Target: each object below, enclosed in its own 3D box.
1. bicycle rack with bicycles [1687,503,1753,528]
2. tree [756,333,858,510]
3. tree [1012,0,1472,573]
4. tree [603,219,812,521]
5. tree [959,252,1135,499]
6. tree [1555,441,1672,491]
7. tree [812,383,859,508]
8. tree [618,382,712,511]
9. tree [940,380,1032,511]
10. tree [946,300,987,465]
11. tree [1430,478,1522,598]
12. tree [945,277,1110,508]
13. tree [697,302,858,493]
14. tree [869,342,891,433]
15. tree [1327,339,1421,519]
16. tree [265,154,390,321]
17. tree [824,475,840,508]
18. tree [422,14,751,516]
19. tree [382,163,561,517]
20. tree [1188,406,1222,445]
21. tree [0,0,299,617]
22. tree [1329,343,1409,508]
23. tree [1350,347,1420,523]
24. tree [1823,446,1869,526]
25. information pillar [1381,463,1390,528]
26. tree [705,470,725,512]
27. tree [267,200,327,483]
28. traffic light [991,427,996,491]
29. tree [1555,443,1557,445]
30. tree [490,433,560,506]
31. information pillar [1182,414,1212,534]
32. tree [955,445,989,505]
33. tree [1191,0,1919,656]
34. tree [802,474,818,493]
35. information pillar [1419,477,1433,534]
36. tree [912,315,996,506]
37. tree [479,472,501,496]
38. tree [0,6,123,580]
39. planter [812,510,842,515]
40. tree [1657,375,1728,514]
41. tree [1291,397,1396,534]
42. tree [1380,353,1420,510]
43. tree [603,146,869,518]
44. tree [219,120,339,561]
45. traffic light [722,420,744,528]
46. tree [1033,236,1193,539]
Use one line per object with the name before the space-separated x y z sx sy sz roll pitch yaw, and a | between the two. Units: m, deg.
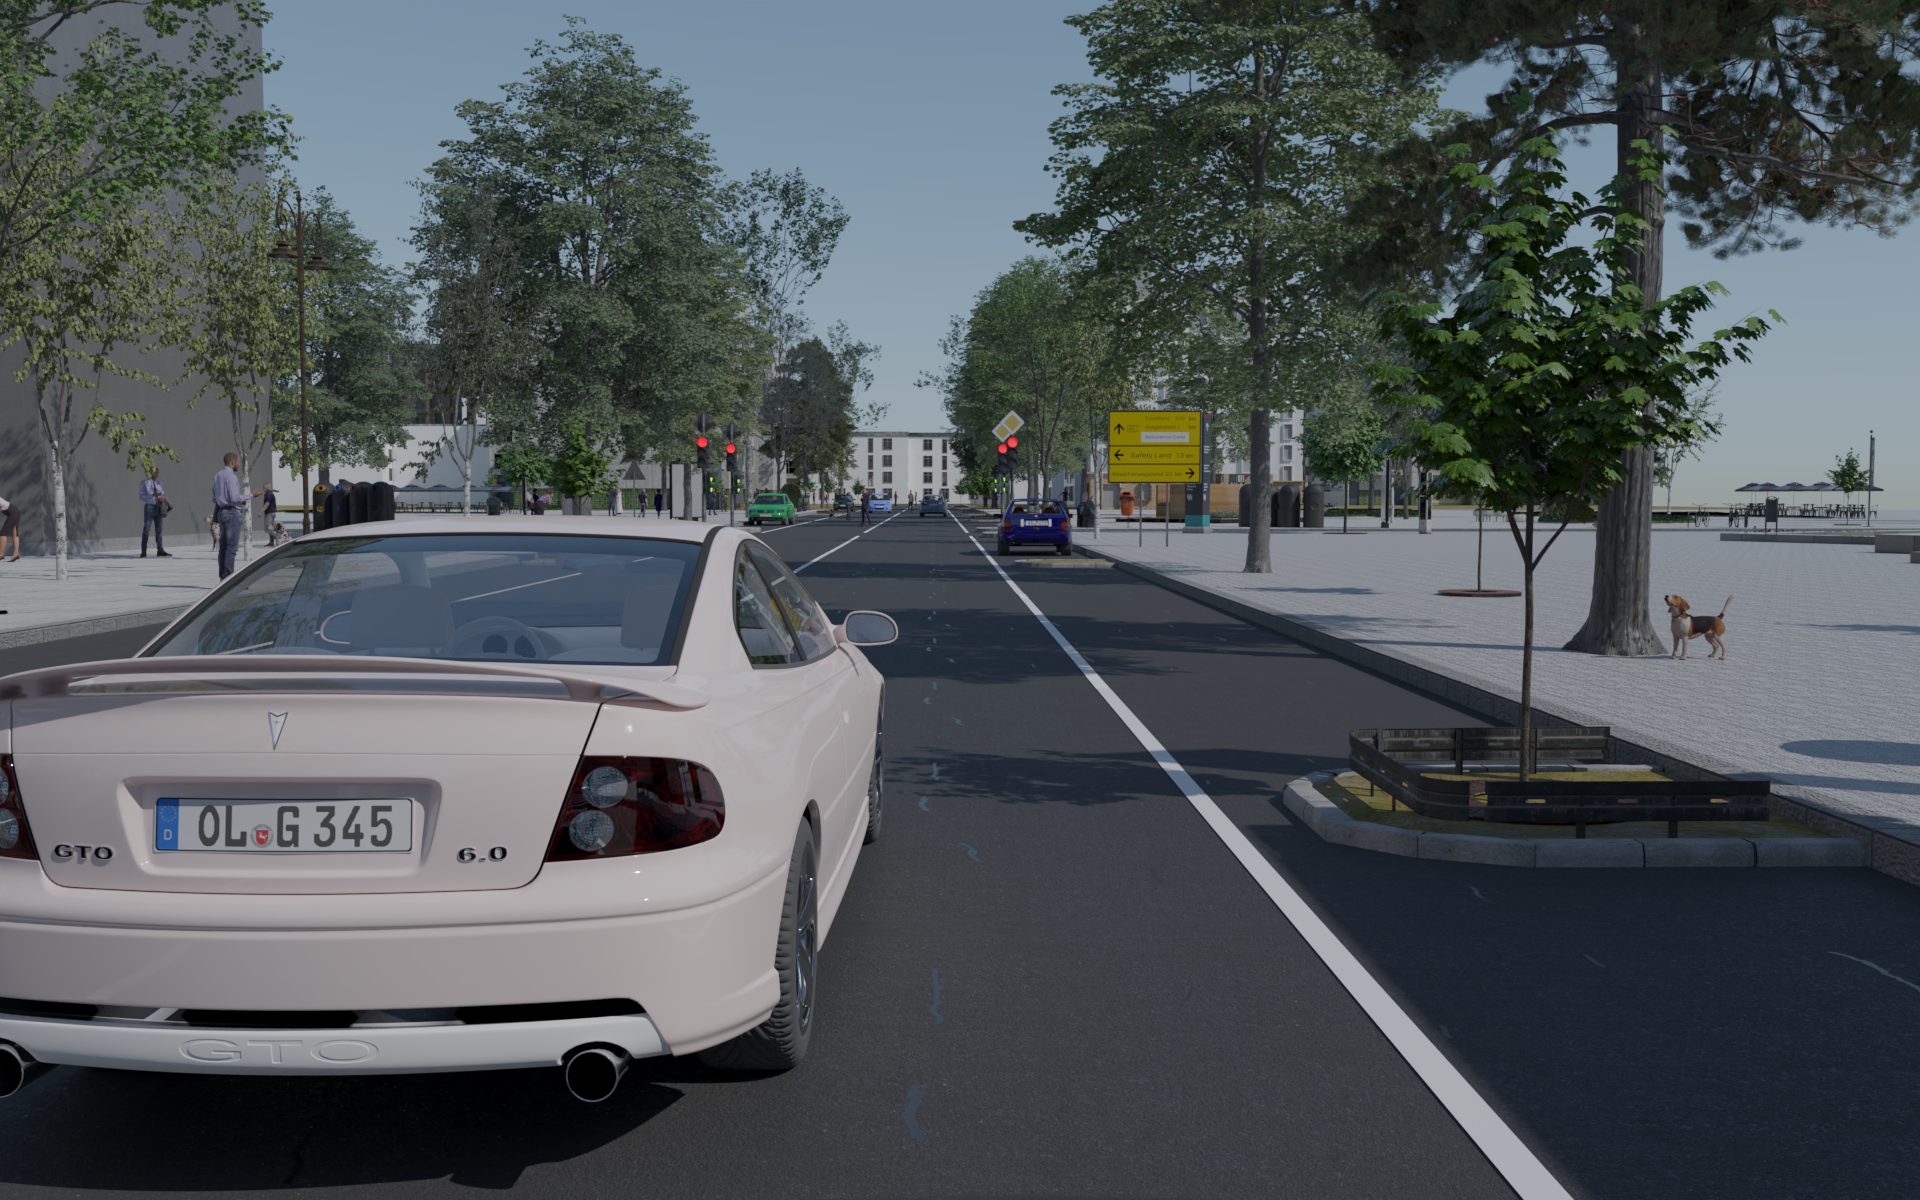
bicycle rack with bicycles | 29.323 -3.262 66.711 2.852 0.926 2.925 2 4 33
tree | -12.279 -13.975 135.920 7.806 13.903 7.818 0 3 0
tree | 4.739 -6.739 28.316 7.486 12.596 7.792 0 3 0
tree | -11.190 -9.364 71.226 7.486 12.596 7.792 0 3 0
tree | 3.688 -9.081 74.229 9.928 11.665 9.643 0 3 0
tree | 47.066 -10.240 130.335 11.467 7.101 20.602 0 4 -5
tree | -12.679 -14.459 154.527 7.486 12.596 7.792 0 3 0
tree | -22.474 -13.771 132.574 7.806 13.903 7.818 0 3 0
tree | 3.586 -13.670 133.867 12.009 13.543 11.850 0 3 0
tree | 3.045 -10.140 83.911 7.486 12.596 7.792 0 3 0
tree | 6.453 -1.670 21.902 1.663 3.219 1.824 0 3 0
tree | 4.419 -11.831 100.094 9.857 13.997 8.962 0 3 0
tree | -11.467 -12.197 109.793 12.009 13.543 11.850 0 3 0
tree | -13.871 -20.448 190.215 12.611 20.169 13.585 0 3 0
tree | 22.763 -9.389 87.928 8.767 10.594 7.601 1 4 16
tree | -36.309 -14.333 90.234 12.611 20.169 13.585 0 3 0
tree | -12.316 -10.255 162.268 1.663 3.219 1.824 0 3 0
tree | -10.546 -8.651 48.097 9.857 13.997 8.962 0 3 0
tree | -11.183 -5.436 39.245 4.360 8.622 3.978 0 3 0
tree | 17.103 -10.676 124.913 4.360 8.622 3.978 0 3 0
tree | -10.673 -5.621 17.654 9.928 11.665 9.643 0 3 0
tree | 28.787 -12.161 120.893 6.751 12.117 7.091 0 3 0
tree | 19.027 -7.737 76.859 4.360 8.622 3.978 0 3 0
tree | 36.414 -4.654 70.701 1.663 3.219 1.824 0 3 0
information pillar | 16.156 -4.553 65.751 0.184 3.620 1.656 1 4 9
tree | -17.397 -7.829 122.610 1.663 3.219 1.824 0 3 0
tree | -27.601 -10.309 75.204 9.857 13.997 8.962 0 3 0
traffic light | 1.585 -4.658 65.398 0.839 4.213 0.868 0 4 -1
tree | 31.610 -8.816 94.504 4.360 8.622 3.978 0 3 0
tree | -23.190 -6.630 92.120 4.285 4.588 4.351 0 3 0
information pillar | 7.743 -4.099 56.394 0.750 3.857 0.750 2 4 29
tree | 1.507 -15.403 202.197 4.360 8.622 3.978 0 3 0
tree | 5.148 -6.482 13.401 7.806 13.903 7.818 0 3 0
tree | -12.701 -9.185 144.778 1.663 3.219 1.824 0 3 0
information pillar | 14.953 -3.127 55.613 0.304 2.012 0.304 -3 5 -41
tree | 1.789 -20.008 183.024 12.611 20.169 13.585 0 3 0
tree | -37.260 -8.786 138.245 1.663 3.219 1.824 0 3 0
tree | -13.265 -4.588 25.380 4.737 8.622 4.395 0 3 0
planter | -9.101 -5.973 118.805 1.991 0.319 1.994 0 4 -1
tree | 35.134 -8.241 85.095 4.737 8.622 4.395 0 3 0
tree | 12.353 -4.408 55.782 4.285 4.588 4.351 0 3 0
tree | 30.251 -11.471 113.306 9.928 11.665 9.643 0 3 0
tree | -12.600 -14.579 94.252 12.611 20.169 13.585 0 3 0
tree | -13.650 -5.040 32.771 4.737 8.622 4.395 0 3 0
traffic light | -8.575 -4.647 65.229 0.839 4.213 0.868 0 4 -1
tree | 4.084 -6.026 48.893 4.737 8.622 4.395 0 3 0
